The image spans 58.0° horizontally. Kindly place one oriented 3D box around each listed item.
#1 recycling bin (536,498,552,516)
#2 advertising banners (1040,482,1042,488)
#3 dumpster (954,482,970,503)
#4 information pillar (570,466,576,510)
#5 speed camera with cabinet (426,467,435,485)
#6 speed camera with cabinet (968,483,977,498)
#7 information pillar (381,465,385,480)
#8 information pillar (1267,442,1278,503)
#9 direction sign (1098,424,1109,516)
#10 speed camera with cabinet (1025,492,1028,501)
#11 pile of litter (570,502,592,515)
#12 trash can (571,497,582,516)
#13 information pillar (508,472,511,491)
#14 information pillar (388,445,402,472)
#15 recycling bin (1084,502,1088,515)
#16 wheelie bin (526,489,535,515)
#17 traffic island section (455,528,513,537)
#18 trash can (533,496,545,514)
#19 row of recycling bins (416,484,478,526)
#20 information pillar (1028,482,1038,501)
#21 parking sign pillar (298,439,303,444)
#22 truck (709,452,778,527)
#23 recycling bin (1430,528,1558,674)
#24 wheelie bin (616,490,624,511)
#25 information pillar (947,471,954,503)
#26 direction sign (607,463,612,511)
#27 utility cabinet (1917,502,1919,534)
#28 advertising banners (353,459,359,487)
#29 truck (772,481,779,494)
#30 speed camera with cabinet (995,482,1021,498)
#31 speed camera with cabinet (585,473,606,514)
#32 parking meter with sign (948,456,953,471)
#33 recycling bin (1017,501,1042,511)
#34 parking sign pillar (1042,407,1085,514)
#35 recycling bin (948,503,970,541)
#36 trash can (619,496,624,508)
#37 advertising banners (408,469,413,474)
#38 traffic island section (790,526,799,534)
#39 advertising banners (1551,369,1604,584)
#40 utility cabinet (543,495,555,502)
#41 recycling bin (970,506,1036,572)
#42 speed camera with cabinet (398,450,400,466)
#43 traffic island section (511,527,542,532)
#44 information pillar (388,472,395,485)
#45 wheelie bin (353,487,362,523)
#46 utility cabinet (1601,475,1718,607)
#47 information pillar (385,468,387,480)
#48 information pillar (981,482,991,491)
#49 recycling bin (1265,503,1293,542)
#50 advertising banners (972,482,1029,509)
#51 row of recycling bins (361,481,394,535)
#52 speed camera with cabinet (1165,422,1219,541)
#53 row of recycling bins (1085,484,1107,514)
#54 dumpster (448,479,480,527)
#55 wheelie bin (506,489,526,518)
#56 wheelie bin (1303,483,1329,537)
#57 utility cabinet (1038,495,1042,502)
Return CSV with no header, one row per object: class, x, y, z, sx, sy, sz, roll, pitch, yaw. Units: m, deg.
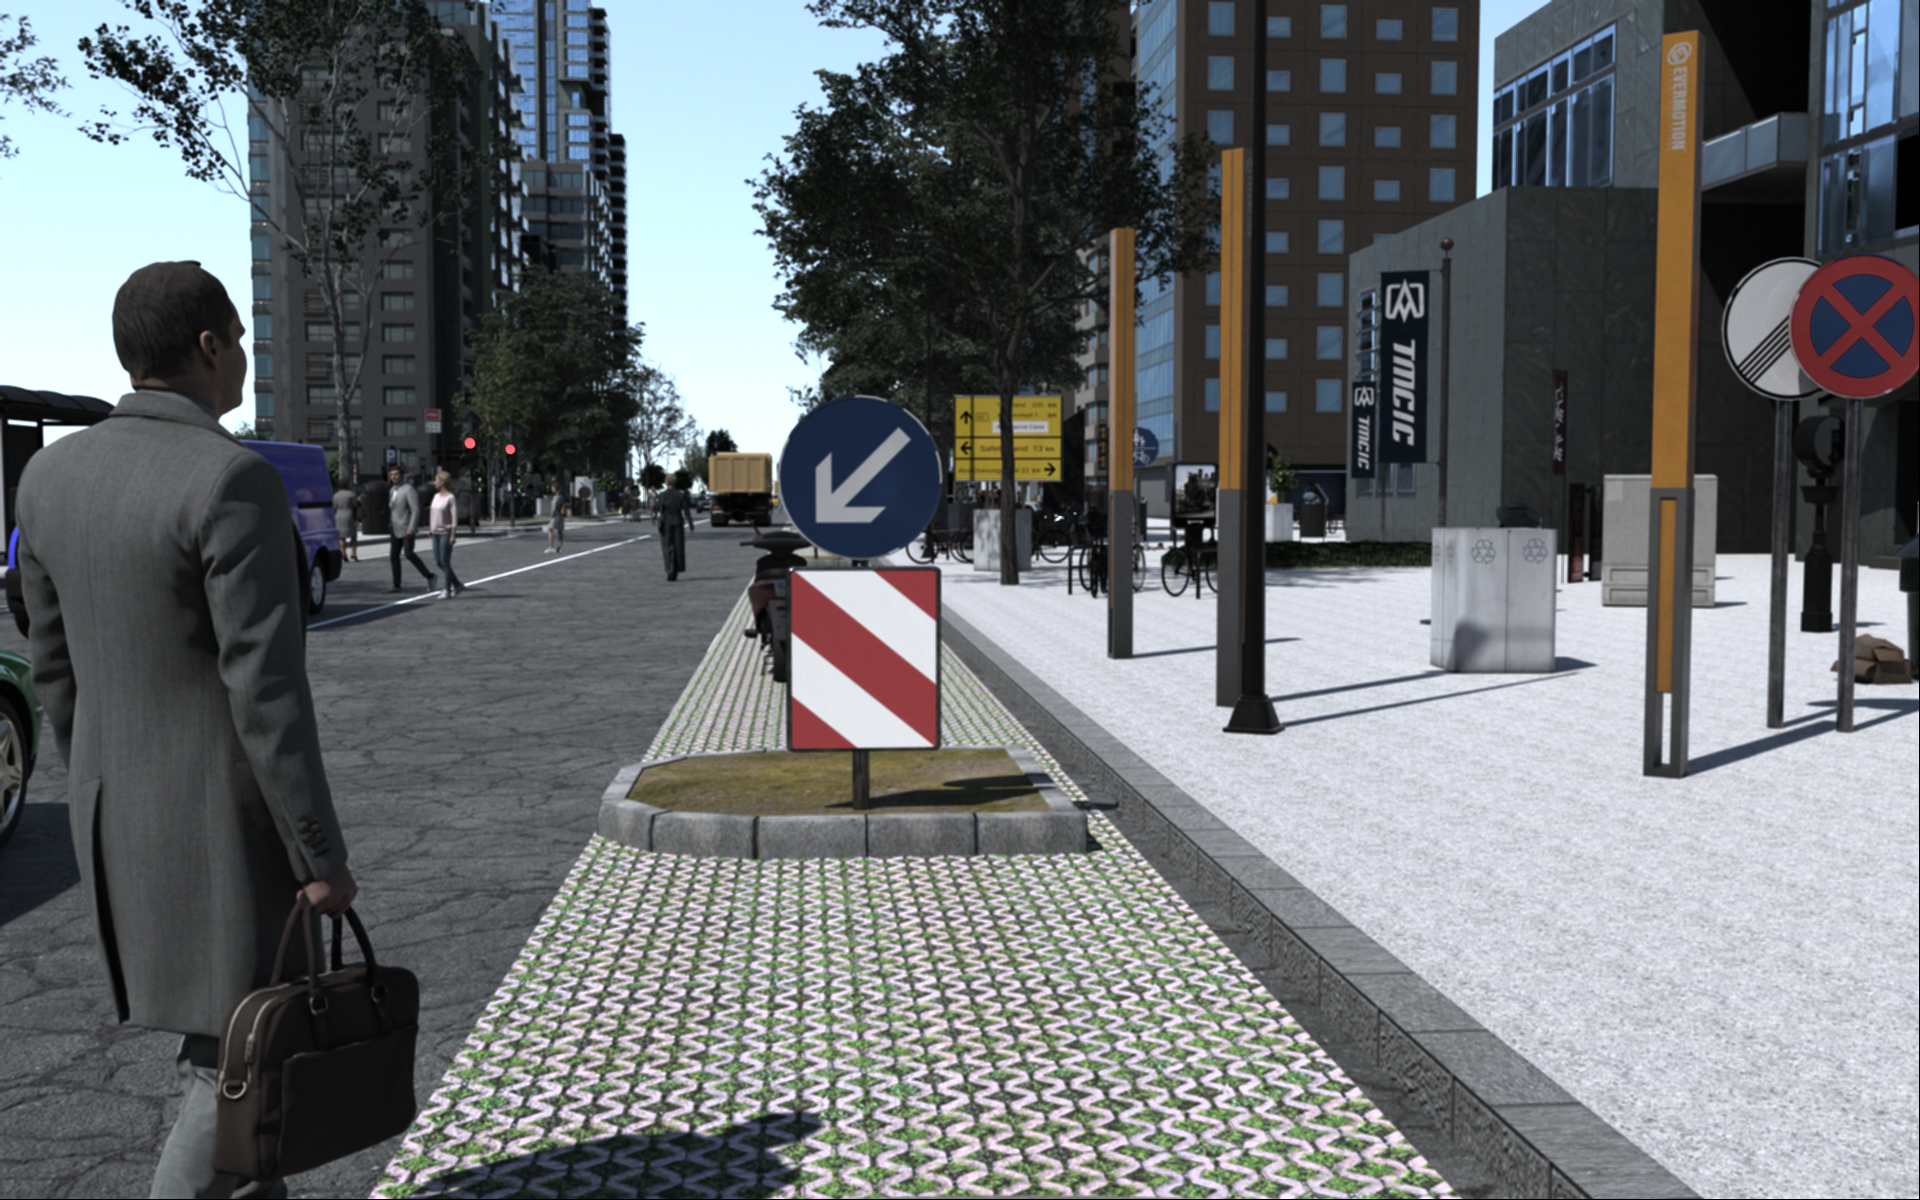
recycling bin,-24.608,-5.497,102.429,0.722,1.027,0.722,-2,4,-31
advertising banners,3.091,-4.762,74.054,0.090,3.025,2.074,-3,4,-37
dumpster,-0.234,-4.049,71.957,1.264,1.857,1.865,0,4,-5
information pillar,-27.201,-7.975,121.743,0.183,3.616,0.504,1,4,19
speed camera with cabinet,-38.654,-8.074,126.339,0.660,3.252,2.038,-1,4,-19
speed camera with cabinet,1.384,-8.969,140.976,0.660,3.252,2.038,-2,4,-32
information pillar,-45.650,-8.929,137.342,0.183,3.616,0.504,3,5,42
information pillar,14.025,-5.295,77.920,0.504,3.616,0.183,1,4,9
direction sign,4.756,-3.896,55.690,0.379,3.537,0.876,-3,4,-39
speed camera with cabinet,4.438,-8.912,140.046,2.038,3.252,0.660,-1,4,-15
pile of litter,-22.936,-5.520,104.212,1.719,0.858,1.176,-1,4,-11
trash can,-22.383,-5.470,101.083,0.748,1.137,0.748,0,3,0
information pillar,-29.190,-7.429,112.816,0.504,3.616,0.183,1,4,13
information pillar,-26.545,-5.517,81.558,0.504,3.616,0.183,-1,4,-13
recycling bin,3.796,-2.707,56.808,0.722,1.027,0.722,1,4,9
wheelie bin,-26.833,-6.112,107.837,0.693,1.594,0.980,2,4,29
traffic island section,-16.432,-2.208,58.378,2.009,0.180,2.903,0,4,-5
trash can,-25.588,-5.730,105.346,0.748,1.137,0.748,0,3,0
row of recycling bins,-20.897,-3.874,70.456,1.069,1.692,3.534,1,4,18
information pillar,2.809,-4.636,67.149,0.504,3.616,0.183,-3,5,-41
parking sign pillar,-32.178,-5.918,85.238,1.447,3.967,1.447,-1,4,-10
truck,-9.894,-5.080,78.981,3.469,3.379,9.791,0,4,-5
recycling bin,3.900,-0.008,12.693,0.722,1.027,0.722,0,4,-1
wheelie bin,-25.859,-7.611,132.347,0.693,1.594,0.980,-3,4,-36
information pillar,-0.377,-3.160,56.161,0.304,2.012,0.304,-2,4,-27
direction sign,-25.185,-8.106,124.537,0.379,3.537,0.876,-2,4,-32
utility cabinet,11.425,-0.517,19.611,0.306,1.237,1.020,-3,5,-41
advertising banners,-29.314,-5.453,85.341,2.074,3.025,0.090,3,4,37
truck,-26.780,-16.254,261.669,3.469,3.379,9.791,0,4,-7
speed camera with cabinet,3.792,-8.669,136.077,2.038,3.252,0.660,2,4,27
speed camera with cabinet,-23.093,-7.049,109.579,0.660,3.252,2.038,1,4,11
parking meter with sign,-0.464,-5.145,80.387,0.543,3.016,1.738,-1,4,-13
recycling bin,2.525,-2.846,59.081,0.722,1.027,0.722,3,5,41
parking sign pillar,3.227,-4.010,54.037,1.447,3.967,1.447,0,4,0
recycling bin,0.104,-2.137,47.499,0.722,1.027,0.722,2,4,30
trash can,-24.626,-7.053,126.963,0.748,1.137,0.748,0,3,0
advertising banners,-39.365,-7.696,122.011,2.074,3.025,0.090,1,4,21
traffic island section,-5.602,-2.757,67.360,2.009,0.180,2.903,0,4,-5
advertising banners,8.951,-1.766,25.062,0.090,3.025,2.074,3,5,41
utility cabinet,-26.142,-6.056,110.170,0.306,1.237,1.020,1,4,16
recycling bin,0.712,-1.002,28.930,0.722,1.027,0.722,3,5,40
speed camera with cabinet,-25.219,-5.057,77.011,0.660,3.252,2.038,1,4,21
traffic island section,-17.147,-2.694,66.331,2.009,0.180,2.903,0,4,-5
information pillar,-18.995,-3.279,58.106,0.304,2.012,0.304,-1,4,-18
wheelie bin,-27.102,-4.286,77.986,0.980,1.594,0.693,2,4,35
utility cabinet,7.925,-0.671,19.651,1.173,1.500,0.318,1,4,16
information pillar,-37.370,-7.502,114.016,0.504,3.616,0.183,-1,4,-14
information pillar,1.068,-4.721,68.548,0.504,3.616,0.183,3,4,39
recycling bin,8.414,-2.065,46.314,0.722,1.027,0.722,-2,4,-27
advertising banners,1.408,-3.722,57.040,2.074,3.025,0.090,1,4,18
row of recycling bins,-18.656,-2.973,55.727,1.069,1.692,3.534,-1,4,-15
speed camera with cabinet,6.555,-3.252,47.504,0.660,3.252,2.038,-3,5,-39
row of recycling bins,5.426,-3.906,70.970,1.069,1.692,3.534,-3,4,-37
dumpster,-19.424,-3.765,67.315,1.264,1.857,1.865,0,4,-5
wheelie bin,-23.612,-5.123,91.664,0.693,1.594,0.980,-2,4,-33
wheelie bin,10.594,-2.672,51.596,0.693,1.594,0.980,1,4,20
utility cabinet,5.090,-5.853,106.854,0.306,1.237,1.020,2,4,33
